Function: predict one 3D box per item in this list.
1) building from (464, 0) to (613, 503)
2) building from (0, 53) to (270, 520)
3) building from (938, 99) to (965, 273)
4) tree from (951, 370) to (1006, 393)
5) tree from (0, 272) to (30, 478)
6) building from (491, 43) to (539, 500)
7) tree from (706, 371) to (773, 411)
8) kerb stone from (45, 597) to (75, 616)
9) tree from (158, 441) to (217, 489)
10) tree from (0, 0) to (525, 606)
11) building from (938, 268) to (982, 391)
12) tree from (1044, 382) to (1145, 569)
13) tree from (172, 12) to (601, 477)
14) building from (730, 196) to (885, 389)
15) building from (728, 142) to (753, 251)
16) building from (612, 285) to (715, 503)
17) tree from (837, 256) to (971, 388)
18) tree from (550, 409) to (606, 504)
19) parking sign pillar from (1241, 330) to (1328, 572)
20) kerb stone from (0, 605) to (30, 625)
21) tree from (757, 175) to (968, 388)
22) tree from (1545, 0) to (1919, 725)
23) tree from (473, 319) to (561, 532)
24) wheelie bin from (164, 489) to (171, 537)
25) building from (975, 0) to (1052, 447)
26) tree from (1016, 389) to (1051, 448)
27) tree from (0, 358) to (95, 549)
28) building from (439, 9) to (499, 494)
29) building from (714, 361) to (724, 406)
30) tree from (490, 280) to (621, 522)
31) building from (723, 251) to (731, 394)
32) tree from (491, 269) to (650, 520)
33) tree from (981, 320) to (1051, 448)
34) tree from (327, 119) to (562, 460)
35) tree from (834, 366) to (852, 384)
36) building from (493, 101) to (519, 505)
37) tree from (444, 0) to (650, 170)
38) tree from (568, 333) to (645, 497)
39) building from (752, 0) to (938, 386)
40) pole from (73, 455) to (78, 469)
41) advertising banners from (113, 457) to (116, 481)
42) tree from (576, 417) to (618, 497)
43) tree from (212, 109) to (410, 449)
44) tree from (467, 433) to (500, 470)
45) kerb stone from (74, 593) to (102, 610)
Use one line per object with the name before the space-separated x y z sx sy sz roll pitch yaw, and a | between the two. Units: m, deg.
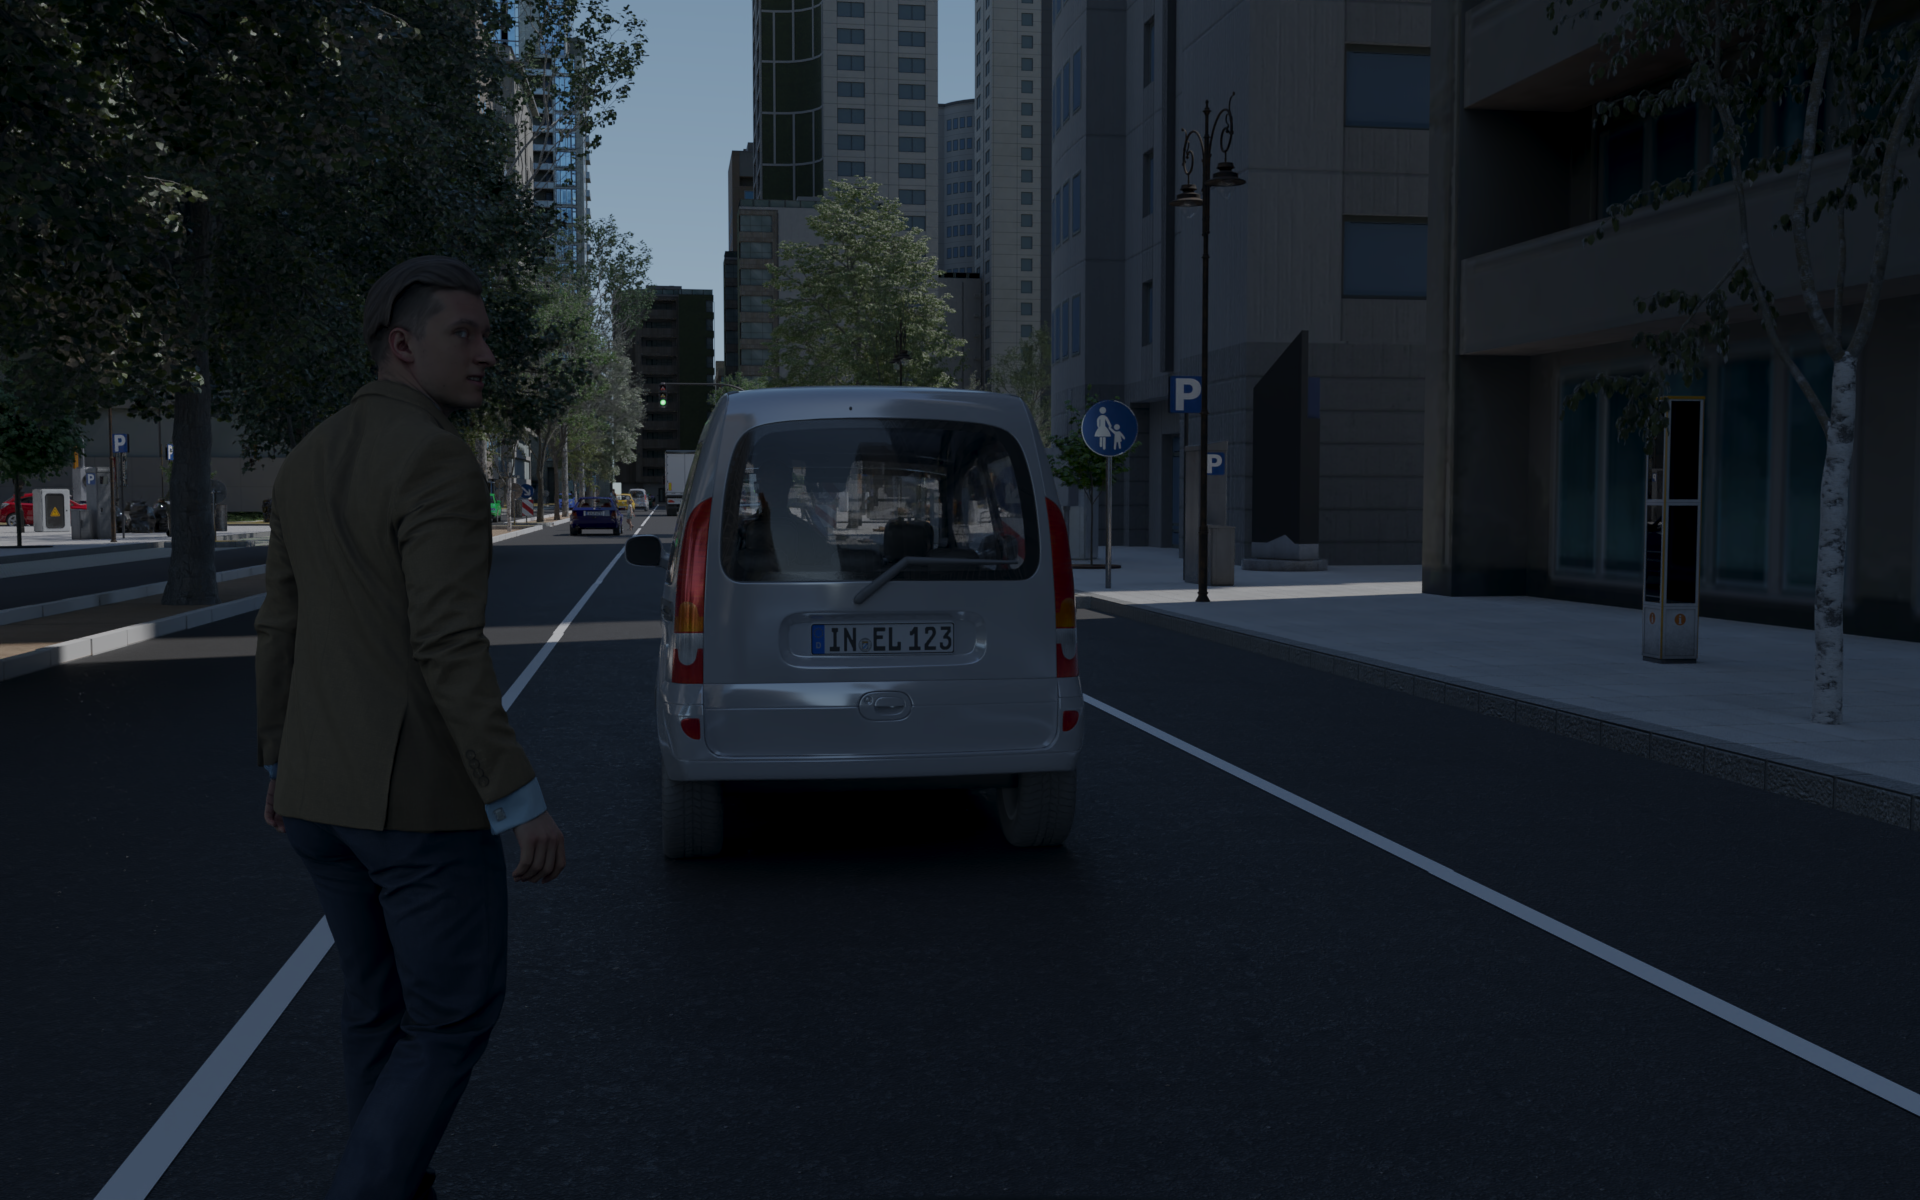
building | -64.876 -56.830 241.846 31.000 86.520 22.319 -1 4 -10
building | -46.122 -30.987 95.876 28.713 52.752 27.495 -1 4 -10
building | 8.854 -43.557 254.150 28.212 58.520 21.231 -1 4 -10
tree | 0.295 -9.390 103.892 4.360 8.622 3.978 0 3 0
tree | -21.058 -5.270 36.535 4.737 8.622 4.395 0 3 0
building | -65.171 -37.805 207.347 27.495 52.752 28.713 -1 4 -10
tree | -17.505 -13.450 145.670 9.928 11.665 9.643 0 3 0
kerb stone | -10.770 0.104 20.567 0.120 0.150 1.000 -1 4 -10
tree | -24.705 -3.700 55.099 1.663 3.219 1.824 0 3 0
tree | -9.993 -6.912 22.126 9.857 13.997 8.962 0 3 0
building | -5.215 -27.735 225.168 14.107 30.474 14.160 -1 4 -10
tree | 2.268 -2.171 30.105 1.663 3.219 1.824 0 3 0
tree | -12.890 -7.243 37.891 9.611 12.733 9.660 0 3 0
building | -15.107 -24.516 172.536 14.160 30.474 14.107 -1 4 -10
building | -22.304 -34.942 221.414 14.600 45.320 14.200 -1 4 -10
building | -41.566 -28.829 243.050 14.107 30.474 14.160 -1 4 -10
tree | -1.912 -6.294 53.267 4.737 8.622 4.395 0 3 0
tree | -26.051 -10.068 117.430 4.737 8.622 4.395 0 3 0
parking sign pillar | 5.495 -2.492 29.220 1.447 3.967 1.447 -2 4 -27
kerb stone | -10.606 0.162 19.556 0.120 0.150 1.000 -1 4 -10
tree | -3.452 -8.816 62.273 7.486 12.596 7.792 0 3 0
tree | 4.982 -3.626 9.649 4.360 8.622 3.978 0 3 0
tree | -17.170 -6.907 65.743 4.360 8.622 3.978 0 3 0
wheelie bin | -23.425 -2.699 52.034 0.980 1.594 0.693 1 4 18
building | 12.276 -48.095 224.598 20.611 71.187 20.563 -1 4 -10
tree | 4.614 -10.078 115.141 4.360 8.622 3.978 0 3 0
tree | -22.599 -3.529 41.418 4.285 4.588 4.351 0 3 0
building | -49.793 -30.972 156.496 14.600 45.320 14.200 -1 4 -10
building | -21.212 -25.027 254.226 28.899 21.520 27.650 -1 4 -10
tree | -19.995 -9.441 82.573 9.928 11.665 9.643 0 3 0
building | -21.287 -26.666 207.685 14.160 30.474 14.107 -1 4 -10
tree | -21.920 -11.075 93.905 12.009 13.543 11.850 0 3 0
tree | 3.703 -9.693 92.887 7.601 10.594 8.767 1 4 17
tree | -14.639 -7.692 46.355 7.486 12.596 7.792 0 3 0
tree | -5.690 -8.729 93.077 4.360 8.622 3.978 0 3 0
building | -58.512 -34.145 177.873 23.786 49.044 30.456 -1 4 -10
tree | -16.980 -12.134 56.732 12.611 20.169 13.585 0 3 0
tree | -29.424 -13.941 137.053 9.857 13.997 8.962 0 3 0
building | -14.062 -45.952 189.568 20.563 71.187 20.611 -1 4 -10
pole | -38.064 -4.939 74.597 0.158 3.312 0.155 0 3 0
advertising banners | -40.278 -5.223 81.584 2.074 3.025 0.090 2 4 35
tree | -30.506 -11.713 144.330 4.360 8.622 3.978 0 3 0
tree | -11.274 -4.694 29.560 4.737 8.622 4.395 0 3 0
tree | -39.902 -11.778 142.940 4.737 8.622 4.395 0 3 0
kerb stone | -10.947 0.038 21.573 0.120 0.150 1.000 -1 4 -10
